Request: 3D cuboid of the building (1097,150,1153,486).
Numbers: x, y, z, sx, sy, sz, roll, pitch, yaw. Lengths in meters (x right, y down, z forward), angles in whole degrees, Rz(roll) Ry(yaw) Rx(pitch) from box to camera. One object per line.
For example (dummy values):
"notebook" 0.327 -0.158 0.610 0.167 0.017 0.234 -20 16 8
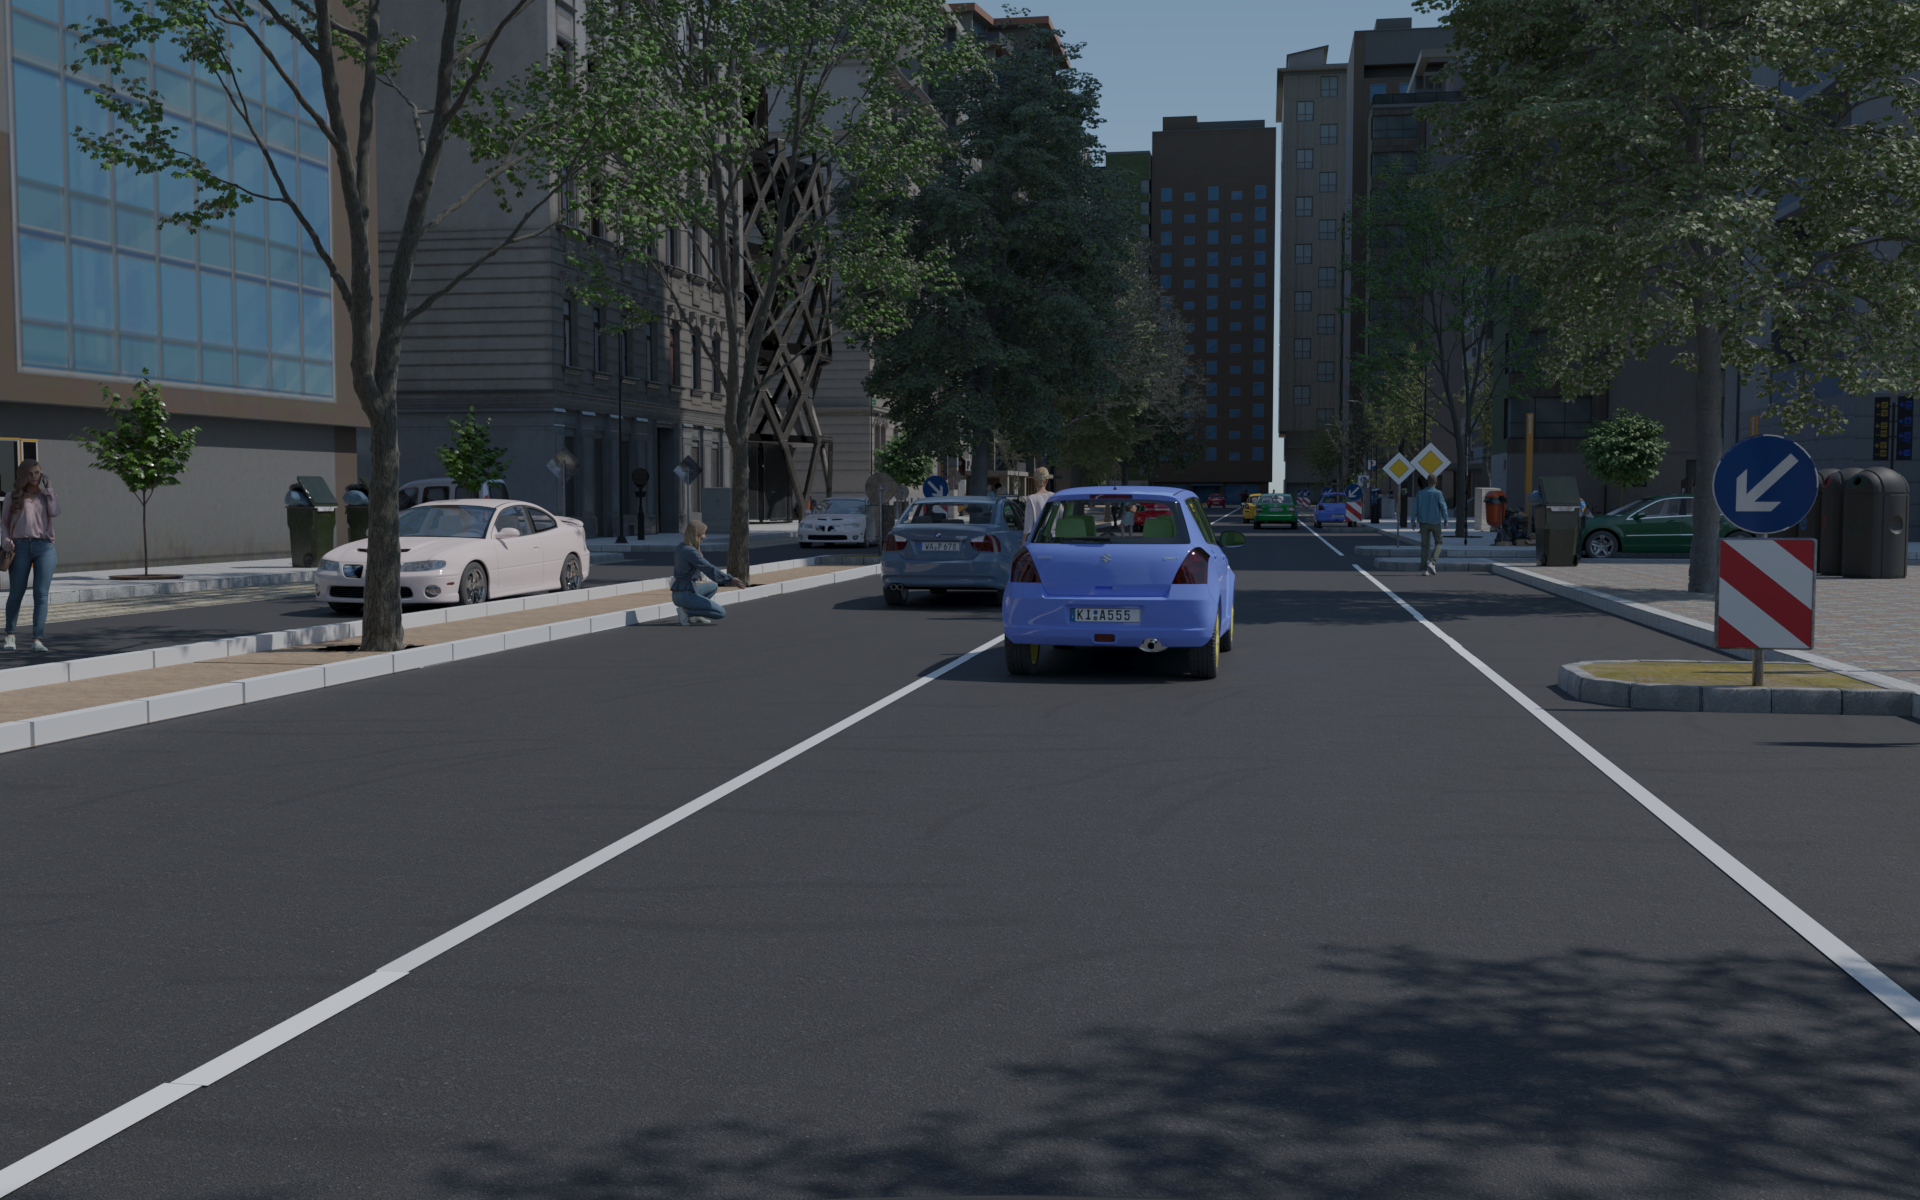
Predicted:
"building" 16.497 -32.203 210.112 14.086 41.232 14.154 1 4 10

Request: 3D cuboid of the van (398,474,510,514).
"van" -13.068 -2.157 42.282 4.112 2.044 2.013 1 4 8

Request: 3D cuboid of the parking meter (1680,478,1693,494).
"parking meter" 26.054 -3.452 62.145 0.255 1.863 0.399 0 4 -8

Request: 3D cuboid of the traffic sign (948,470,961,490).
"traffic sign" -0.313 -5.700 93.297 0.768 2.556 0.104 1 4 17

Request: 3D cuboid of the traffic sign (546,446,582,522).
"traffic sign" -8.353 -2.012 36.533 0.795 2.450 0.064 1 4 10

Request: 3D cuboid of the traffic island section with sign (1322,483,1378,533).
"traffic island section with sign" 14.762 -3.485 65.613 1.989 1.847 2.006 1 4 10

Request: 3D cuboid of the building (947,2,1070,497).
"building" -1.773 -30.864 159.244 22.147 44.769 28.867 1 4 10

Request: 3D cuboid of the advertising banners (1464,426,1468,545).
"advertising banners" 12.881 -2.927 44.039 0.090 3.025 2.074 1 4 16

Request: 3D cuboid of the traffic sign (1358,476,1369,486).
"traffic sign" 22.026 -5.654 94.568 0.606 2.300 0.079 1 4 17

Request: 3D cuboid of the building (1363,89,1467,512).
"building" 36.916 -21.754 127.374 14.160 30.474 14.107 1 4 10

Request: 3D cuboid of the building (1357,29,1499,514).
"building" 49.838 -27.659 144.113 32.217 40.220 23.993 1 4 10

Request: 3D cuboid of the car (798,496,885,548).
"car" -3.127 -2.154 47.575 2.083 1.381 4.827 1 4 9

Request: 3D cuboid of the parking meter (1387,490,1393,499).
"parking meter" 27.486 -6.253 110.644 0.372 1.533 0.369 0 3 0

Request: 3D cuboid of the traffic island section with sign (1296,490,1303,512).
"traffic island section with sign" 28.173 -8.133 141.598 1.989 1.847 2.006 1 4 10

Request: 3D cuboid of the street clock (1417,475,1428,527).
"street clock" 17.767 -3.782 66.413 0.358 2.002 0.471 -2 4 -24

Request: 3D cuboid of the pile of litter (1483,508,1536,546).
"pile of litter" 13.969 -1.766 42.839 1.719 0.858 1.176 1 4 11

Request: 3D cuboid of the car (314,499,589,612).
"car" -6.416 -0.612 22.368 2.083 1.381 4.827 1 4 11

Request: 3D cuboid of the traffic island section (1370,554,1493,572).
"traffic island section" 9.094 -0.688 33.523 2.009 0.180 2.903 1 4 10

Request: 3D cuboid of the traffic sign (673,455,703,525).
"traffic sign" -6.966 -2.493 44.397 0.795 2.450 0.064 1 4 10

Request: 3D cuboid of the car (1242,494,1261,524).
"car" 14.773 -4.559 84.762 2.015 1.641 3.980 1 4 12

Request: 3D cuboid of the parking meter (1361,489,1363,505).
"parking meter" 21.762 -5.181 93.115 0.372 1.533 0.369 0 3 0

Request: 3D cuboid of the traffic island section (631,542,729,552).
"traffic island section" -6.990 -1.357 44.463 2.009 0.180 2.903 1 4 10

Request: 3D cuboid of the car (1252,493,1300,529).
"car" 13.120 -3.861 71.919 1.959 1.807 4.718 1 4 11

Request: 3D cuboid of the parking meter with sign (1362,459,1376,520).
"parking meter with sign" 20.653 -5.584 87.557 0.543 3.016 1.738 0 4 4

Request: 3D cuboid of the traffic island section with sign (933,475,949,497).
"traffic island section with sign" -0.483 -2.131 42.971 2.006 1.907 1.989 1 4 10

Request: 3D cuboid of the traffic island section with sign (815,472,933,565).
"traffic island section with sign" -1.779 -1.684 35.677 2.006 1.907 1.989 1 4 10

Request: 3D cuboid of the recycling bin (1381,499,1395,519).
"recycling bin" 22.499 -4.810 91.200 0.722 1.027 0.722 1 4 23

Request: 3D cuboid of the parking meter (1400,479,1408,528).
"parking meter" 16.914 -3.686 65.970 0.255 1.863 0.399 1 4 13

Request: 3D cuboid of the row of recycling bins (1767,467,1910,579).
"row of recycling bins" 14.064 -1.266 27.807 1.069 1.692 3.534 0 4 2

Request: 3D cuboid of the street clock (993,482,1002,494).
"street clock" 2.307 -6.227 106.387 0.471 2.002 0.358 -1 4 -12

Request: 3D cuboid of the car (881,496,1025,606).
"car" 0.136 -0.701 23.471 2.014 1.417 4.499 1 4 11

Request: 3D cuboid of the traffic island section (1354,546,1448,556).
"traffic island section" 10.481 -1.169 41.387 2.009 0.180 2.903 1 4 10

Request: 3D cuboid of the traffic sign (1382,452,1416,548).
"traffic sign" 10.457 -2.304 41.314 0.795 2.450 0.064 1 4 10

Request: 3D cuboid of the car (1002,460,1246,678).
"car" 1.459 -0.323 14.878 1.945 1.707 3.694 1 4 11

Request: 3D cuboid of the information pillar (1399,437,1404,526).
"information pillar" 17.955 -4.841 70.507 0.183 3.616 0.504 2 4 29

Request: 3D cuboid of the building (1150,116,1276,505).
"building" 30.474 -34.111 207.818 14.200 45.320 14.600 1 4 10

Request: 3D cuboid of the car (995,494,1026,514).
"car" 1.973 -3.899 75.547 2.131 1.459 4.920 1 4 11

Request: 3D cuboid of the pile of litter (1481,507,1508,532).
"pile of litter" 18.392 -2.719 58.417 1.719 0.858 1.176 2 4 25

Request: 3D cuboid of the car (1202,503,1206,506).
"car" 10.497 -4.341 81.192 2.015 1.641 3.980 1 4 11

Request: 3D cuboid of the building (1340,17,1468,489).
"building" 43.850 -31.453 164.364 14.600 45.320 14.200 1 4 10

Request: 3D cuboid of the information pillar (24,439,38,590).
"information pillar" -12.585 -1.147 23.252 0.304 2.012 0.304 1 4 14

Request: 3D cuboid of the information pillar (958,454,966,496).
"information pillar" 0.106 -6.636 99.855 0.504 3.616 0.183 2 4 34

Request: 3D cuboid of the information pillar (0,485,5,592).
"information pillar" -12.506 -1.115 22.729 0.304 2.012 0.304 -3 5 -41

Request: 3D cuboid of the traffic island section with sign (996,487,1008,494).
"traffic island section with sign" 2.306 -5.294 95.186 1.989 1.847 2.006 1 4 10

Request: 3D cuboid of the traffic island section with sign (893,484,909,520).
"traffic island section with sign" -2.388 -3.670 68.637 1.989 1.847 2.006 1 4 10

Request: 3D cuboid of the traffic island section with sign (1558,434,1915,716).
"traffic island section with sign" 5.363 -0.223 12.270 1.989 1.847 2.006 1 4 10

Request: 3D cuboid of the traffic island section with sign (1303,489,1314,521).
"traffic island section with sign" 19.504 -5.125 92.421 1.989 1.847 2.006 1 4 10

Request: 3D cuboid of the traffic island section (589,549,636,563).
"traffic island section" -8.378 -0.876 36.599 2.009 0.180 2.903 1 4 10

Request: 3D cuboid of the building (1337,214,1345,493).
"building" 46.194 -24.897 178.773 14.160 30.474 14.107 1 4 10

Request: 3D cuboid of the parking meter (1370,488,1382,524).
"parking meter" 17.995 -4.078 75.087 0.372 1.533 0.369 0 3 0

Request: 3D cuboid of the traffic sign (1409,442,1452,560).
"traffic sign" 9.069 -1.823 33.450 0.795 2.450 0.064 1 4 10

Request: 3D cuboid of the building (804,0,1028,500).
"building" -11.412 -27.023 133.712 32.217 40.220 23.993 1 4 10

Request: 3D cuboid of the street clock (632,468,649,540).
"street clock" -8.876 -2.665 48.149 0.471 2.002 0.358 -1 4 -14

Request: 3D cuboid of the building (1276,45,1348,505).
"building" 52.245 -38.029 211.006 27.495 52.752 28.713 1 4 10
